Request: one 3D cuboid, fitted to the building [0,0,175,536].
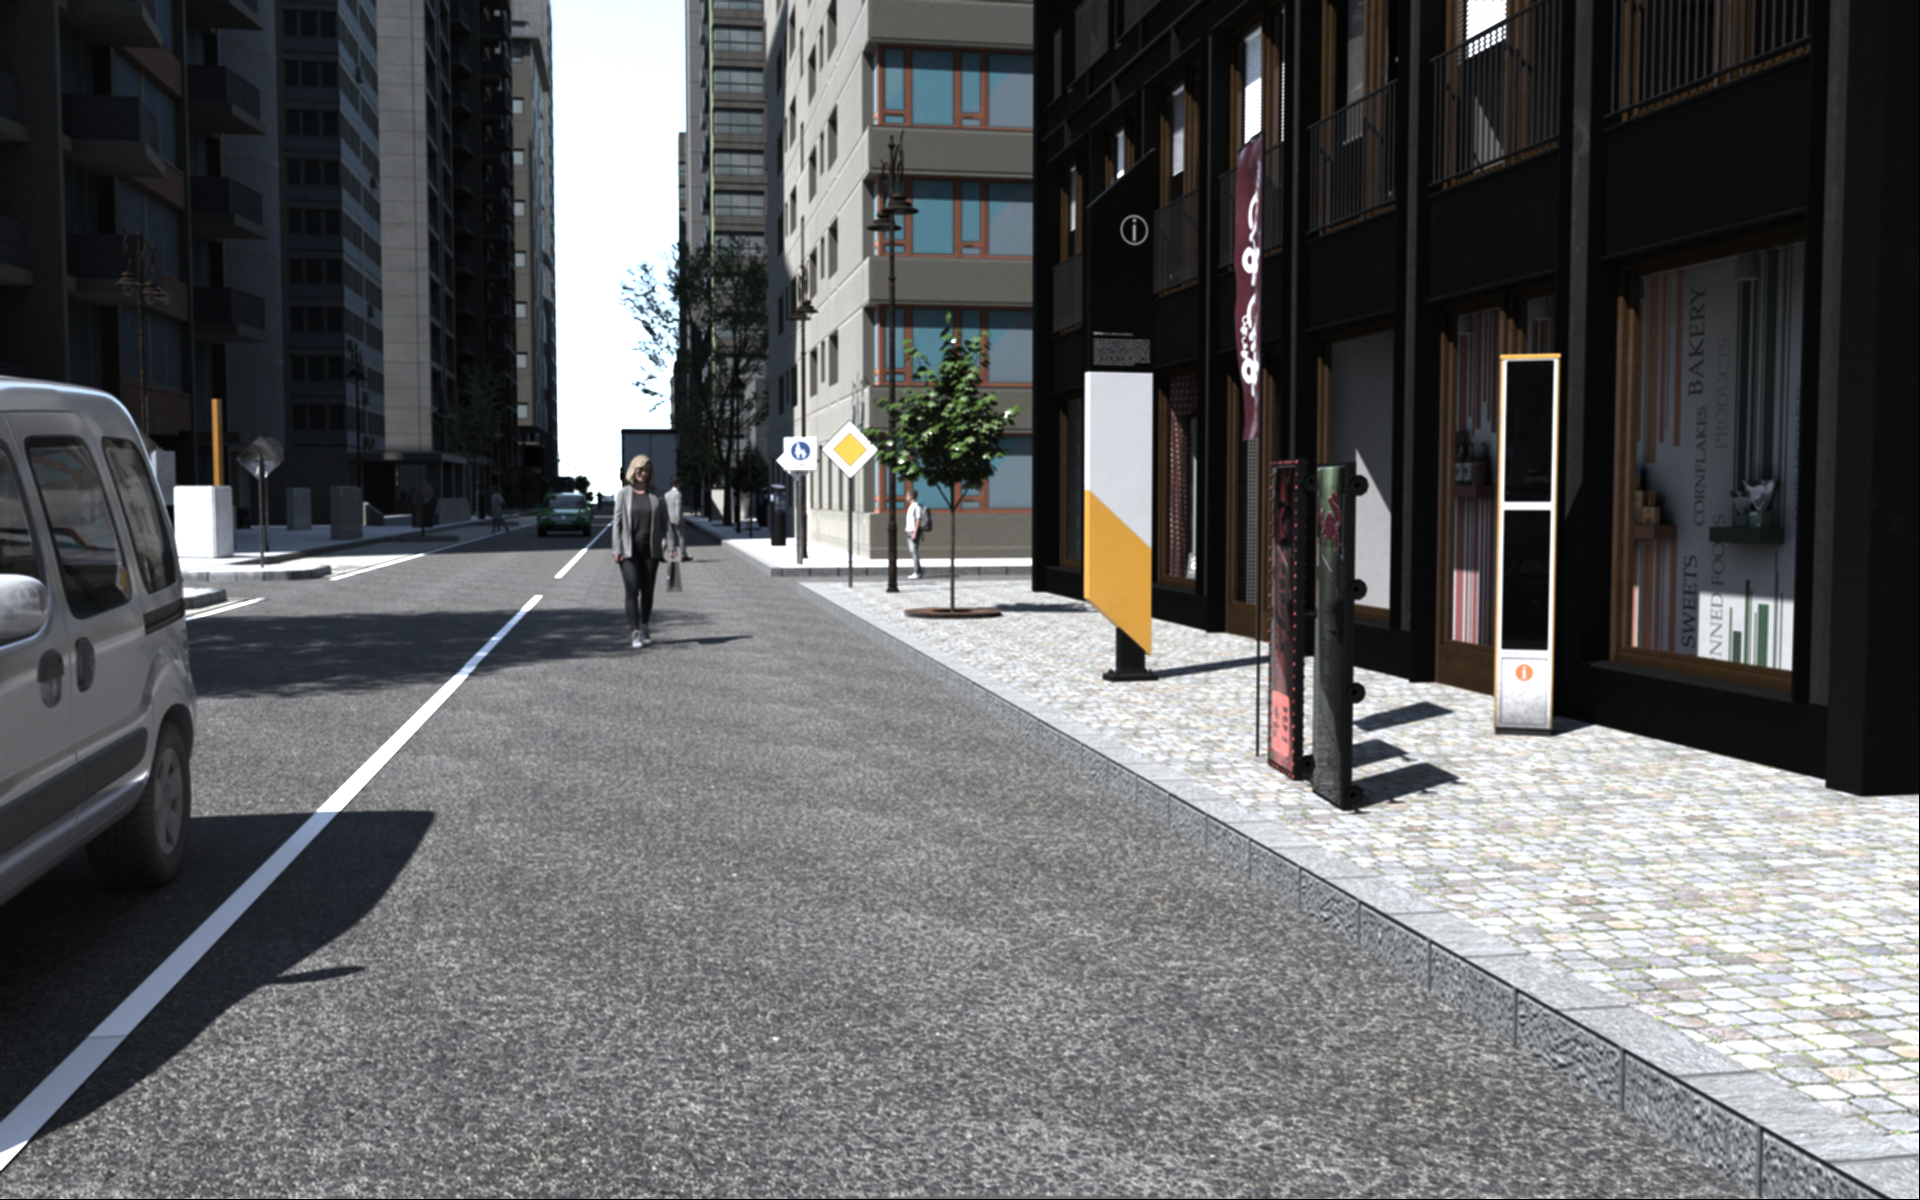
[{"bbox_3d":[-29.758,-23.610,40.650,22.147,44.769,28.867,-1,4,-10],"label":"building"}]

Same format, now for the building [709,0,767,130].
[{"bbox_3d":[-9.601,-26.409,115.376,14.154,41.232,14.086,-1,4,-10],"label":"building"}]

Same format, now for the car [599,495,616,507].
[{"bbox_3d":[-40.578,-11.412,198.941,2.083,1.381,4.827,-1,4,-11],"label":"car"}]

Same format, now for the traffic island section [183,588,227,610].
[{"bbox_3d":[-10.619,0.013,22.068,2.009,0.180,2.903,-1,4,-10],"label":"traffic island section"}]

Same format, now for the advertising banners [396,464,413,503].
[{"bbox_3d":[-31.832,-6.290,99.033,0.090,3.025,2.074,1,4,9],"label":"advertising banners"}]

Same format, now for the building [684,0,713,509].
[{"bbox_3d":[-15.718,-38.198,166.538,21.231,58.520,28.212,-1,4,-10],"label":"building"}]

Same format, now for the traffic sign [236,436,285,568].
[{"bbox_3d":[-12.050,-1.604,29.863,0.795,2.450,0.064,-1,4,-10],"label":"traffic sign"}]

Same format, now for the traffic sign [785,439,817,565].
[{"bbox_3d":[-2.881,-1.788,31.369,0.606,2.300,0.079,0,4,-3],"label":"traffic sign"}]

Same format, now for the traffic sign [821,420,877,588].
[{"bbox_3d":[-1.503,-1.225,23.666,0.795,2.450,0.064,-1,4,-10],"label":"traffic sign"}]

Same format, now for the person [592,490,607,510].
[{"bbox_3d":[-33.237,-9.245,159.674,1.348,1.821,0.705,-1,4,-23],"label":"person"}]

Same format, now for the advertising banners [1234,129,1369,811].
[{"bbox_3d":[1.496,-0.714,7.856,0.090,3.025,2.074,0,4,-4],"label":"advertising banners"}]

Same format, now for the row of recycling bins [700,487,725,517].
[{"bbox_3d":[-13.602,-5.470,96.548,1.069,1.692,3.534,-2,4,-24],"label":"row of recycling bins"}]

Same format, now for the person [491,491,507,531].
[{"bbox_3d":[-17.570,-3.497,66.341,0.598,1.740,0.731,1,4,16],"label":"person"}]

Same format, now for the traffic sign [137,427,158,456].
[{"bbox_3d":[-10.598,-1.123,22.011,0.795,2.450,0.064,-1,4,-10],"label":"traffic sign"}]

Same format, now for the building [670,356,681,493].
[{"bbox_3d":[-22.505,-23.083,222.449,27.650,21.520,28.899,-1,4,-10],"label":"building"}]

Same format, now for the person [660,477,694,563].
[{"bbox_3d":[-6.000,-1.685,36.327,0.678,1.792,0.850,3,5,43],"label":"person"}]

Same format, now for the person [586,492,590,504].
[{"bbox_3d":[-37.941,-10.182,176.446,0.593,1.643,0.415,-3,5,-43],"label":"person"}]

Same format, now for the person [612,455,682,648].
[{"bbox_3d":[-2.945,-0.471,16.390,0.709,1.800,0.728,-1,4,-17],"label":"person"}]

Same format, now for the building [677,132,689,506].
[{"bbox_3d":[-25.279,-31.555,199.522,14.154,41.232,14.086,-1,4,-10],"label":"building"}]

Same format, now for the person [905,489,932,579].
[{"bbox_3d":[-0.760,-1.119,29.390,0.503,1.515,0.523,3,5,43],"label":"person"}]

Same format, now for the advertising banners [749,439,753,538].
[{"bbox_3d":[-6.136,-3.335,50.712,0.090,3.025,2.074,0,4,-6],"label":"advertising banners"}]

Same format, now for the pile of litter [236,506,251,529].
[{"bbox_3d":[-26.869,-3.077,64.279,1.176,0.858,1.719,0,4,-7],"label":"pile of litter"}]

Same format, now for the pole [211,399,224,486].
[{"bbox_3d":[-15.913,-2.650,37.167,0.158,3.312,0.155,0,3,0],"label":"pole"}]

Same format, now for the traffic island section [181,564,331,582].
[{"bbox_3d":[-12.072,-0.467,29.921,2.009,0.180,2.903,-1,4,-10],"label":"traffic island section"}]

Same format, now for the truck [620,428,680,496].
[{"bbox_3d":[-14.244,-5.544,79.563,2.839,4.237,11.283,-1,4,-10],"label":"truck"}]

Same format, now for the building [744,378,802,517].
[{"bbox_3d":[0.540,-47.605,91.005,22.319,86.520,31.000,-1,4,-10],"label":"building"}]

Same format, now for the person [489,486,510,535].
[{"bbox_3d":[-16.330,-3.181,61.264,0.760,1.731,0.466,-3,4,-36],"label":"person"}]

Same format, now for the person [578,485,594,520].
[{"bbox_3d":[-15.614,-3.876,71.859,0.713,1.824,0.794,3,4,37],"label":"person"}]

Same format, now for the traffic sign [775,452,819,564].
[{"bbox_3d":[-2.956,-1.705,31.518,0.795,2.450,0.064,-1,4,-10],"label":"traffic sign"}]

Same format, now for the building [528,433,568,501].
[{"bbox_3d":[-67.125,-32.436,222.208,32.217,40.220,23.993,-1,4,-10],"label":"building"}]

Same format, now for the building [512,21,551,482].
[{"bbox_3d":[-61.336,-37.139,196.464,28.713,52.752,27.495,-1,4,-10],"label":"building"}]

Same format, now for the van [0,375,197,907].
[{"bbox_3d":[-3.460,0.130,4.888,2.013,2.044,4.112,-1,4,-11],"label":"van"}]

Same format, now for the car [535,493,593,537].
[{"bbox_3d":[-13.637,-3.114,59.711,1.959,1.807,4.718,-1,4,-12],"label":"car"}]

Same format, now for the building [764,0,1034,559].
[{"bbox_3d":[9.936,-12.504,49.483,28.899,21.520,27.650,-1,4,-10],"label":"building"}]

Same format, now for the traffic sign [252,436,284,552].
[{"bbox_3d":[-15.332,-2.334,38.262,0.768,2.556,0.104,0,4,-6],"label":"traffic sign"}]

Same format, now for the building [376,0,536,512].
[{"bbox_3d":[-49.621,-44.093,159.179,20.563,71.187,20.611,-1,4,-10],"label":"building"}]

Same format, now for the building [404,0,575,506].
[{"bbox_3d":[-65.465,-49.300,244.311,20.563,71.187,20.611,-1,4,-10],"label":"building"}]

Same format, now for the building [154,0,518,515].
[{"bbox_3d":[-46.715,-29.406,135.411,22.147,44.769,28.867,-1,4,-10],"label":"building"}]

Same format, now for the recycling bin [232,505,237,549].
[{"bbox_3d":[-17.289,-1.690,40.182,0.722,1.027,0.722,0,4,1],"label":"recycling bin"}]

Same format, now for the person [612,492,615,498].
[{"bbox_3d":[-51.410,-15.128,256.531,0.721,1.739,1.217,-2,4,-30],"label":"person"}]

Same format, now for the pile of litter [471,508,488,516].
[{"bbox_3d":[-28.540,-5.434,102.813,1.719,0.858,1.176,1,4,13],"label":"pile of litter"}]

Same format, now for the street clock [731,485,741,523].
[{"bbox_3d":[-9.879,-4.407,76.632,0.471,2.002,0.358,1,4,23],"label":"street clock"}]

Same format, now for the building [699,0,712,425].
[{"bbox_3d":[-9.162,-31.722,138.261,23.786,49.044,30.456,-1,4,-10],"label":"building"}]
